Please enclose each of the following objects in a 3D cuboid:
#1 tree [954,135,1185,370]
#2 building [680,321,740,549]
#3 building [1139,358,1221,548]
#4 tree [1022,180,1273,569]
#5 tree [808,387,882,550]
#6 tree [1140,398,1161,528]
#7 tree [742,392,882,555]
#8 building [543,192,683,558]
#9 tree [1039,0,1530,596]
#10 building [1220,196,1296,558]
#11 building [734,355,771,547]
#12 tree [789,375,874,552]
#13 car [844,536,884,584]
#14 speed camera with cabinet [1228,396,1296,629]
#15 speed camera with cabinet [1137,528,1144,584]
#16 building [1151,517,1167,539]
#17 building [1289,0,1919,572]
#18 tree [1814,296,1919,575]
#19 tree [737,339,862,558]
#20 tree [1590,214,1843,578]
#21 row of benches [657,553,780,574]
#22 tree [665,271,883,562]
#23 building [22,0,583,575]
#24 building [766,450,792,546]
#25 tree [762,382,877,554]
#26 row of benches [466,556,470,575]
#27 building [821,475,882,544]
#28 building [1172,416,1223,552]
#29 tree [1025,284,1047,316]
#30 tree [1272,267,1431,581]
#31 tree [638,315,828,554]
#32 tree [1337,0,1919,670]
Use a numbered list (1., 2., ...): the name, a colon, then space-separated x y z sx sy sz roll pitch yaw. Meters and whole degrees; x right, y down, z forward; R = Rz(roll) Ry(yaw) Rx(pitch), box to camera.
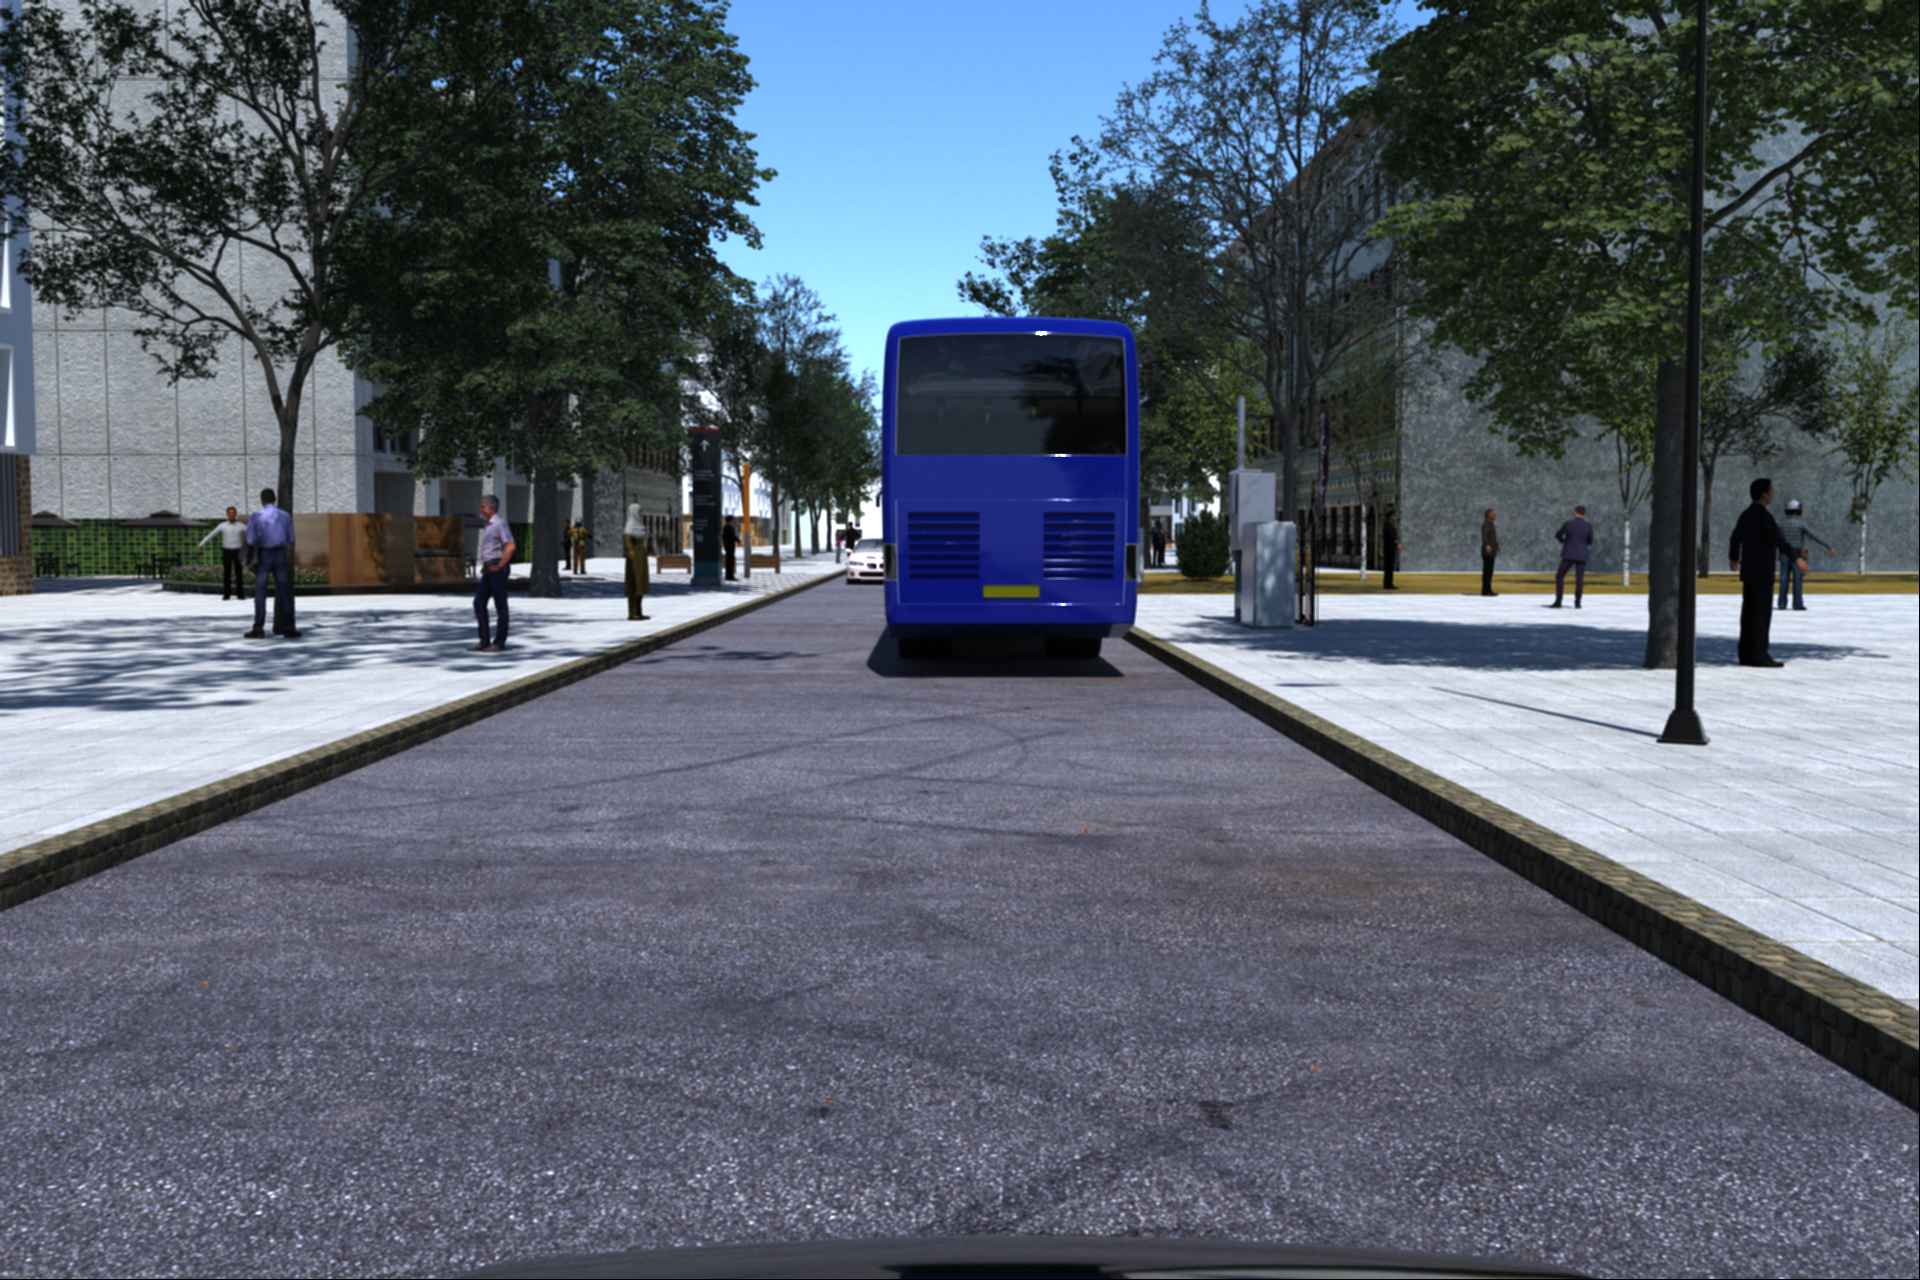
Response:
1. tree: 5.449 -14.036 85.383 12.611 20.169 13.585 0 3 0
2. building: -26.187 -18.252 154.846 16.016 20.090 11.380 0 4 -1
3. building: 21.816 -18.958 166.389 16.016 20.090 11.380 0 3 0
4. tree: 6.779 -9.554 62.867 9.857 13.997 8.962 0 3 0
5. tree: -9.186 -14.024 139.656 12.009 13.543 11.850 0 3 0
6. tree: 6.854 -7.569 74.109 4.360 8.622 3.978 0 3 0
7. tree: -8.892 -10.426 104.879 8.767 10.594 7.601 -1 4 -14
8. building: -26.991 -16.490 100.542 19.493 23.208 18.063 0 4 0
9. tree: 6.955 -7.687 36.061 12.009 13.543 11.850 0 3 0
10. building: 23.836 -15.637 86.598 19.493 23.208 18.063 0 4 -1
11. building: -25.185 -19.297 171.927 16.016 20.090 11.380 0 4 1
12. tree: -9.777 -12.590 123.965 7.486 12.596 7.792 0 3 0
13. car: -2.342 -2.366 51.051 2.083 1.381 4.827 0 4 -1
14. speed camera with cabinet: 4.242 -1.834 24.325 0.660 3.252 2.038 0 4 -1
15. speed camera with cabinet: 4.461 -3.137 45.633 0.660 3.252 2.038 0 4 0
16. building: 23.172 -14.846 184.885 9.099 9.664 28.070 0 4 -1
17. building: 23.894 -14.409 66.510 19.493 23.208 18.063 0 3 0
18. tree: 28.822 -6.381 54.685 4.737 8.622 4.395 0 3 0
19. tree: -8.822 -10.199 92.505 9.928 11.665 9.643 0 3 0
20. tree: 21.955 -7.075 50.092 7.601 10.594 8.767 -1 4 -13
21. row of benches: -7.929 -2.496 56.275 4.104 0.672 1.422 -1 4 -15
22. tree: -8.420 -10.386 80.186 12.009 13.543 11.850 0 3 0
23. building: -26.941 -12.378 68.830 16.747 18.905 31.486 0 4 0
24. building: -29.336 -20.583 202.987 16.747 18.905 31.486 0 4 -1
25. tree: -9.366 -11.515 114.018 9.928 11.665 9.643 0 3 0
26. row of benches: -15.780 -2.348 53.854 1.422 0.672 4.104 -1 4 -9
27. building: -4.098 -17.585 232.113 28.070 9.664 9.099 0 4 7
28. building: 20.272 -10.559 114.784 9.099 9.664 28.070 0 4 0
29. tree: 5.610 -16.794 130.472 12.611 20.169 13.585 0 3 0
30. tree: 11.240 -5.931 47.327 4.360 8.622 3.978 0 3 0
31. tree: -8.605 -8.204 68.545 7.601 10.594 8.767 2 4 33
32. tree: 6.859 -5.974 15.803 7.486 12.596 7.792 0 3 0
